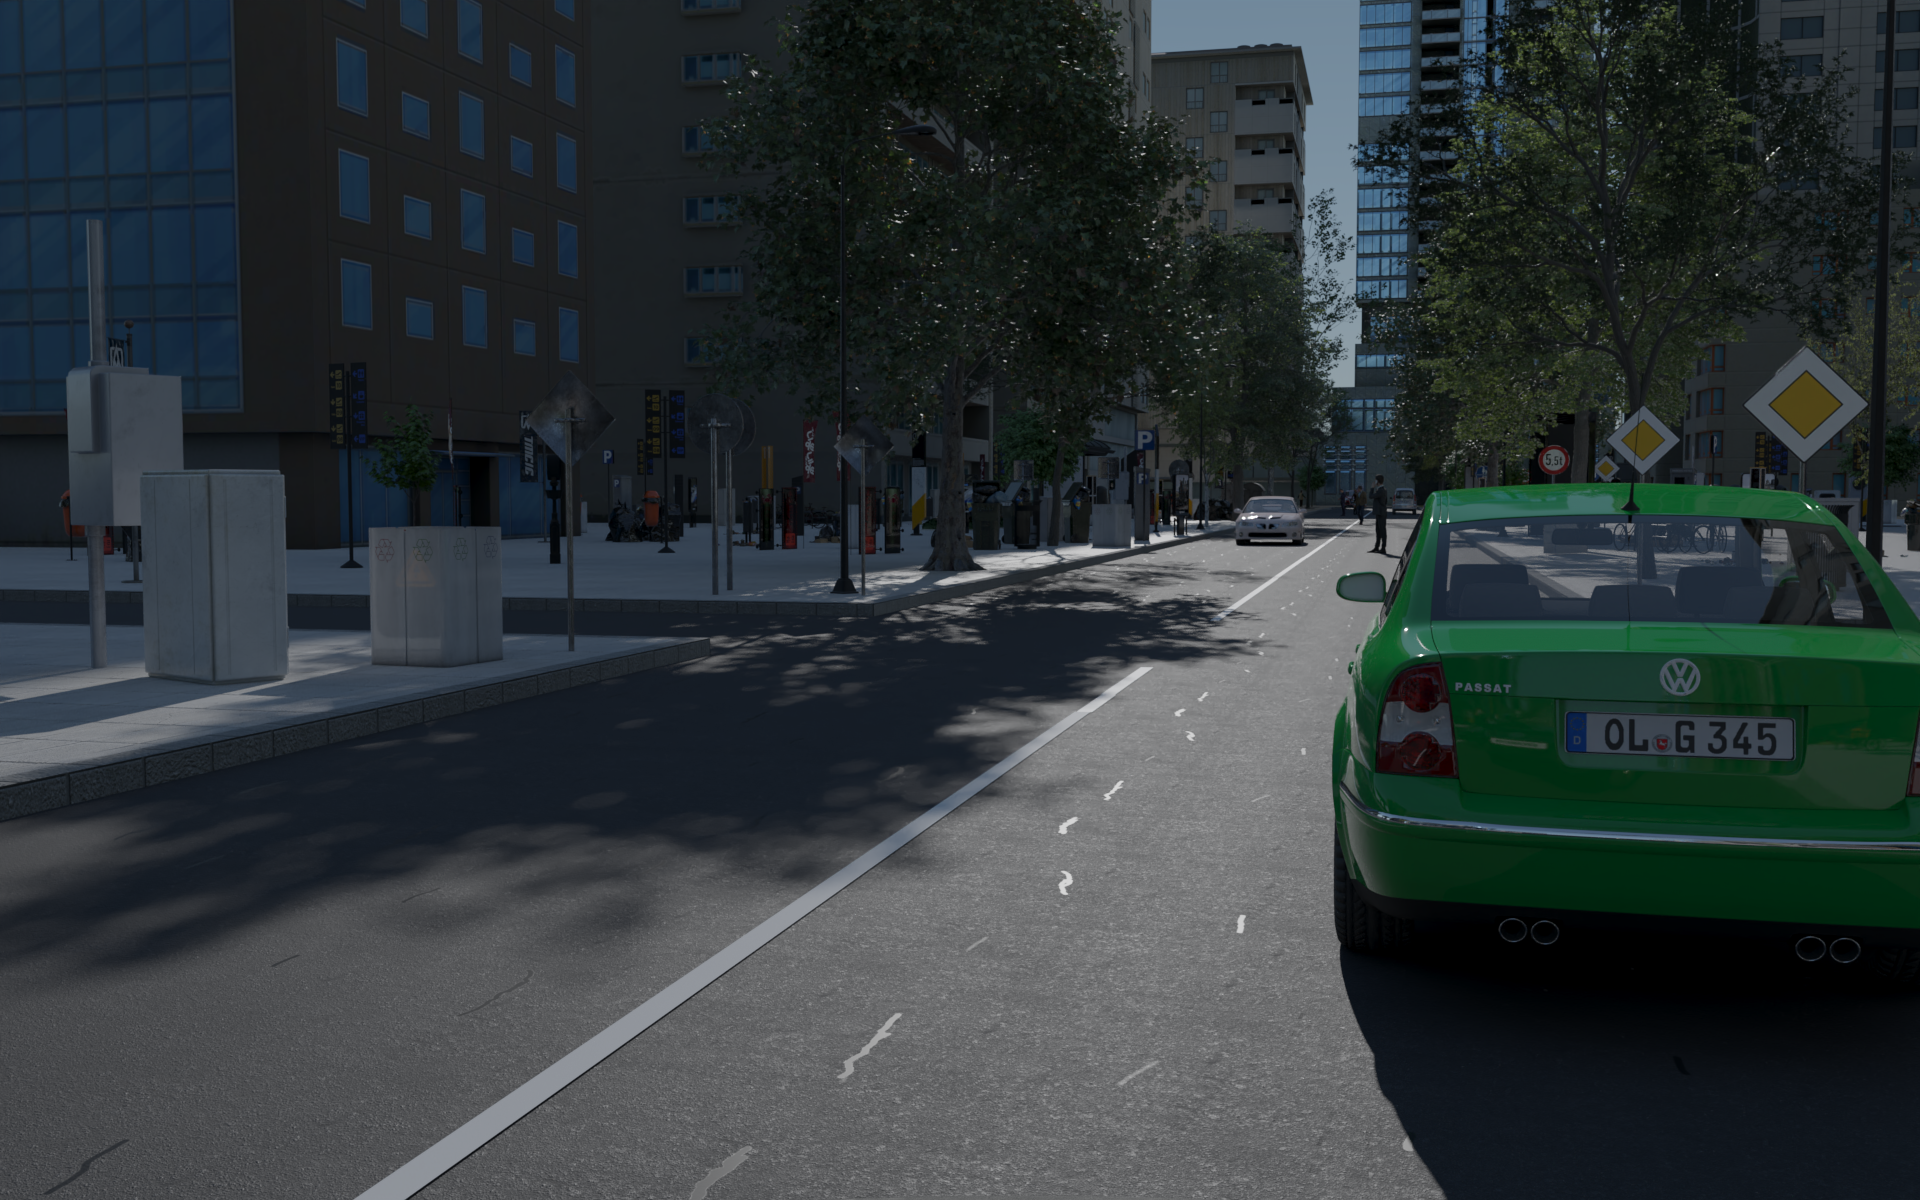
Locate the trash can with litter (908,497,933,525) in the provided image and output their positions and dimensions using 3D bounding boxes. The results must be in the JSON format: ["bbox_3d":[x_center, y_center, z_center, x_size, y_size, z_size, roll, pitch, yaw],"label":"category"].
[{"bbox_3d":[-1.011,-3.756,72.461,2.233,1.210,1.678,0,4,4],"label":"trash can with litter"}]

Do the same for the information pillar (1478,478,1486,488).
[{"bbox_3d":[23.411,-4.479,77.727,0.304,2.012,0.304,1,4,11],"label":"information pillar"}]

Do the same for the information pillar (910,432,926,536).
[{"bbox_3d":[-1.277,-3.798,53.457,0.504,3.616,0.183,2,4,32],"label":"information pillar"}]

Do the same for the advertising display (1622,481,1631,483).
[{"bbox_3d":[33.857,-5.082,88.297,0.974,1.923,0.123,0,4,1],"label":"advertising display"}]

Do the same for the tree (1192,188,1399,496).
[{"bbox_3d":[20.353,-15.425,108.085,12.611,20.169,13.585,0,3,0],"label":"tree"}]

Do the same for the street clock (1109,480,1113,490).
[{"bbox_3d":[7.669,-5.120,88.274,0.358,2.002,0.471,2,4,26],"label":"street clock"}]

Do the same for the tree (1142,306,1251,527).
[{"bbox_3d":[9.366,-7.125,66.852,4.737,8.622,4.395,0,3,0],"label":"tree"}]

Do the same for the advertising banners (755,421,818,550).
[{"bbox_3d":[-3.982,-2.688,40.140,0.090,3.025,2.074,3,4,38],"label":"advertising banners"}]

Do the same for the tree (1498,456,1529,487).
[{"bbox_3d":[21.622,-4.489,67.990,1.663,3.219,1.824,0,3,0],"label":"tree"}]

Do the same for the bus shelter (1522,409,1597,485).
[{"bbox_3d":[16.896,-3.542,49.190,1.731,3.624,6.357,1,4,14],"label":"bus shelter"}]

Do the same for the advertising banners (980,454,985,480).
[{"bbox_3d":[0.660,-4.913,76.512,0.090,3.025,2.074,-2,4,-24],"label":"advertising banners"}]

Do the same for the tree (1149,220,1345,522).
[{"bbox_3d":[13.103,-10.637,80.569,9.857,13.997,8.962,0,3,0],"label":"tree"}]

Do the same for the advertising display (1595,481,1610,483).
[{"bbox_3d":[31.812,-4.950,86.139,0.974,1.923,0.123,0,4,1],"label":"advertising display"}]

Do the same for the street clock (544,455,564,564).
[{"bbox_3d":[-7.454,-1.668,31.840,0.358,2.002,0.471,-1,4,-9],"label":"street clock"}]

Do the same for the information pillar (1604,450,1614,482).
[{"bbox_3d":[32.362,-5.812,86.381,0.504,3.616,0.183,2,4,35],"label":"information pillar"}]

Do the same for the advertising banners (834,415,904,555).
[{"bbox_3d":[-1.947,-2.480,36.728,0.090,3.025,2.074,3,5,43],"label":"advertising banners"}]

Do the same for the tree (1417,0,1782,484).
[{"bbox_3d":[14.269,-7.353,38.342,7.486,12.596,7.792,0,3,0],"label":"tree"}]

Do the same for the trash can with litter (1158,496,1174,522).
[{"bbox_3d":[9.748,-4.231,80.226,1.678,1.210,2.233,2,4,33],"label":"trash can with litter"}]

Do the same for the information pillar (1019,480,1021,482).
[{"bbox_3d":[2.831,-5.508,81.412,0.183,3.616,0.504,-1,4,-13],"label":"information pillar"}]

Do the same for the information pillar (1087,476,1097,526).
[{"bbox_3d":[5.253,-3.958,69.199,0.304,2.012,0.304,2,4,34],"label":"information pillar"}]

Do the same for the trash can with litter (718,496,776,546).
[{"bbox_3d":[-5.249,-1.966,43.207,1.678,1.210,2.233,-1,4,-17],"label":"trash can with litter"}]

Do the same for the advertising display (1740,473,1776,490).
[{"bbox_3d":[24.042,-2.875,52.217,0.974,1.923,0.123,1,4,11],"label":"advertising display"}]

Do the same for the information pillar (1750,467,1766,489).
[{"bbox_3d":[21.851,-2.630,47.489,0.304,2.012,0.304,-3,5,-41],"label":"information pillar"}]

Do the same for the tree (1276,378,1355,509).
[{"bbox_3d":[30.622,-13.791,151.238,9.928,11.665,9.643,0,3,0],"label":"tree"}]

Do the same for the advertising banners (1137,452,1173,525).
[{"bbox_3d":[8.100,-4.648,72.189,0.090,3.025,2.074,-3,4,-39],"label":"advertising banners"}]

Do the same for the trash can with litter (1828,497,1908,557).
[{"bbox_3d":[18.335,-1.514,35.806,1.678,1.210,2.233,-3,5,-42],"label":"trash can with litter"}]

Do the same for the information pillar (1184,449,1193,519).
[{"bbox_3d":[11.694,-5.955,88.723,0.504,3.616,0.183,-2,4,-26],"label":"information pillar"}]

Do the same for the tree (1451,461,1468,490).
[{"bbox_3d":[25.693,-5.730,88.281,1.663,3.219,1.824,0,3,0],"label":"tree"}]

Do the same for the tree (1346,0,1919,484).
[{"bbox_3d":[10.426,-5.618,26.270,8.767,10.594,7.601,0,4,0],"label":"tree"}]

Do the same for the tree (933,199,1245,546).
[{"bbox_3d":[2.522,-6.590,42.164,7.601,10.594,8.767,3,5,44],"label":"tree"}]

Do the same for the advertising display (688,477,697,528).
[{"bbox_3d":[-10.201,-3.724,66.102,0.123,1.923,0.974,0,4,5],"label":"advertising display"}]

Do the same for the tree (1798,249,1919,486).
[{"bbox_3d":[27.844,-6.288,53.169,4.360,8.622,3.978,0,3,0],"label":"tree"}]

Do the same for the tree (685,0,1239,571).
[{"bbox_3d":[-0.031,-6.834,28.743,9.611,12.733,9.660,0,3,0],"label":"tree"}]

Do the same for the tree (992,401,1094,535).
[{"bbox_3d":[2.676,-4.391,55.503,4.285,4.588,4.351,0,3,0],"label":"tree"}]

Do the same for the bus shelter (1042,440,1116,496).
[{"bbox_3d":[4.060,-4.111,61.141,2.014,3.302,5.546,1,4,14],"label":"bus shelter"}]

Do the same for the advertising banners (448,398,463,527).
[{"bbox_3d":[-9.025,-2.128,30.977,0.090,3.025,2.074,-1,4,-20],"label":"advertising banners"}]

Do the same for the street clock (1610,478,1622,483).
[{"bbox_3d":[29.777,-4.529,78.616,0.471,2.002,0.358,3,4,38],"label":"street clock"}]

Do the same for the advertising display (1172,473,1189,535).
[{"bbox_3d":[6.925,-3.006,54.359,0.123,1.923,0.974,2,4,33],"label":"advertising display"}]

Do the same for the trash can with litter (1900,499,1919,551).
[{"bbox_3d":[21.748,-1.680,38.863,1.055,1.170,0.624,0,4,4],"label":"trash can with litter"}]

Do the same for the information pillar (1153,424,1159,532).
[{"bbox_3d":[6.579,-4.071,57.921,0.183,3.616,0.504,0,4,-1],"label":"information pillar"}]

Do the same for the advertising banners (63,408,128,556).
[{"bbox_3d":[-17.983,-2.458,36.382,0.090,3.025,2.074,1,4,16],"label":"advertising banners"}]

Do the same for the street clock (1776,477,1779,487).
[{"bbox_3d":[33.088,-4.041,70.635,0.358,2.002,0.471,-3,4,-36],"label":"street clock"}]

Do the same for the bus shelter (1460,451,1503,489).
[{"bbox_3d":[24.977,-5.431,82.715,2.014,3.302,5.546,1,4,14],"label":"bus shelter"}]

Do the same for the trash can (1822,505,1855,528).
[{"bbox_3d":[11.436,-0.693,22.984,0.748,1.137,0.748,0,3,0],"label":"trash can"}]

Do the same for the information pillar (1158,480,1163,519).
[{"bbox_3d":[10.234,-5.162,88.883,0.304,2.012,0.304,-1,4,-11],"label":"information pillar"}]

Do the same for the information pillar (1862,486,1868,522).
[{"bbox_3d":[41.576,-5.384,79.376,0.183,3.616,0.504,-3,5,-43],"label":"information pillar"}]

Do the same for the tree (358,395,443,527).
[{"bbox_3d":[-10.624,-2.403,33.894,1.663,3.219,1.824,0,3,0],"label":"tree"}]

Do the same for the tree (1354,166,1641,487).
[{"bbox_3d":[18.586,-8.742,59.938,9.611,12.733,9.660,0,3,0],"label":"tree"}]

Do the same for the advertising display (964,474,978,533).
[{"bbox_3d":[0.108,-3.131,56.399,0.974,1.923,0.123,-1,4,-9],"label":"advertising display"}]

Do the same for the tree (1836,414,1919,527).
[{"bbox_3d":[36.579,-5.188,68.534,4.285,4.588,4.351,0,3,0],"label":"tree"}]
